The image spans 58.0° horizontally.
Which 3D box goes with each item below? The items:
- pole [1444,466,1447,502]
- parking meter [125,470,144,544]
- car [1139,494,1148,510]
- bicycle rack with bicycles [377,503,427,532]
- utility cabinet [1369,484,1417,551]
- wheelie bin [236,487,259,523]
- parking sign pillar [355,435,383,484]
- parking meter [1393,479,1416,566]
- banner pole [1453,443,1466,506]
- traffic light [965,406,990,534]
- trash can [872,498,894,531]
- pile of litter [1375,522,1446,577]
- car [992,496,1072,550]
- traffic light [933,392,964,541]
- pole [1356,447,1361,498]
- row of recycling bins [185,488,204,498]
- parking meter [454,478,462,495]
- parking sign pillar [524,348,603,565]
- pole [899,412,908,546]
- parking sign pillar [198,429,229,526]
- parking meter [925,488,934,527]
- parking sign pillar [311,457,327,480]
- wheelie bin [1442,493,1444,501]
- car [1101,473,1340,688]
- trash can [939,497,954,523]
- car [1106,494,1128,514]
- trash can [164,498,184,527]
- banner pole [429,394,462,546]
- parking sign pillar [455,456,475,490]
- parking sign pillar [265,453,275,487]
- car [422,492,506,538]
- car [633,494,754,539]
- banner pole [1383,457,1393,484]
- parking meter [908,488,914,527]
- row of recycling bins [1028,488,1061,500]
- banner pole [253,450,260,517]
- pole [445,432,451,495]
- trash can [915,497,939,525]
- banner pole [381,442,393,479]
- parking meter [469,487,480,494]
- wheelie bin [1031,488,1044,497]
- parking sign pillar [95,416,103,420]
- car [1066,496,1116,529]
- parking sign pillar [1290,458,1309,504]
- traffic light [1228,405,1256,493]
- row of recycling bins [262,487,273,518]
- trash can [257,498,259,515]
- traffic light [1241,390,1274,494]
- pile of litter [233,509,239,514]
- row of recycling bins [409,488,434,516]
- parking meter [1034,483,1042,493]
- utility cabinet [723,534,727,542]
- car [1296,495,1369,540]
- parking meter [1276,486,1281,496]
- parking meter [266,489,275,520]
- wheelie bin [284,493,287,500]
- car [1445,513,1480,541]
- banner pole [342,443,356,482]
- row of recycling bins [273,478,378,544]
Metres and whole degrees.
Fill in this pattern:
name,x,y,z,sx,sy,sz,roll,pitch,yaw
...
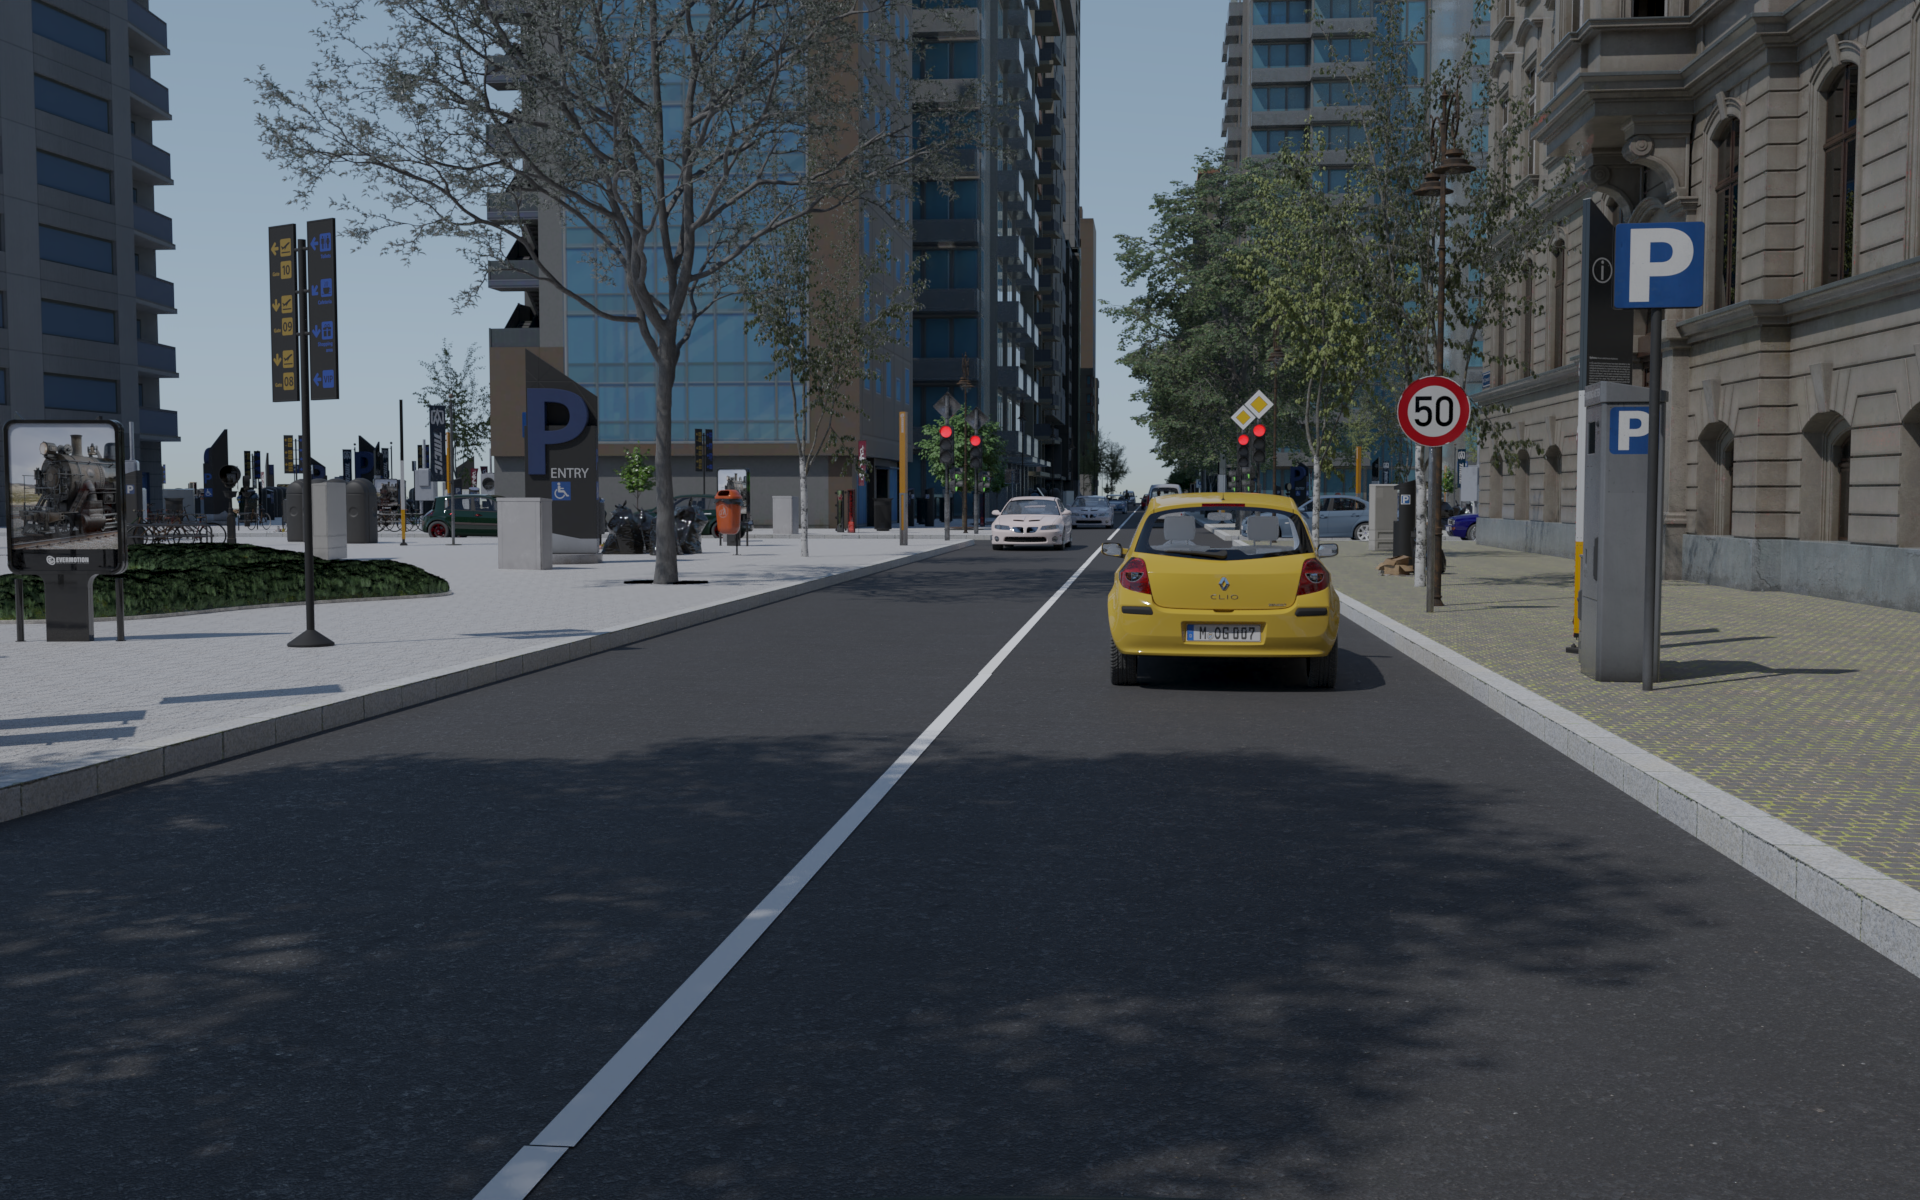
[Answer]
name,x,y,z,sx,sy,sz,roll,pitch,yaw
pole,34.765,-7.963,124.032,0.158,3.312,0.155,0,3,0
parking meter,-20.371,-2.261,42.673,0.399,1.863,0.255,0,4,8
car,17.635,-9.225,159.873,2.155,1.783,4.494,0,4,7
bicycle rack with bicycles,-19.324,-2.796,59.091,2.925,0.926,2.852,0,4,5
utility cabinet,9.802,-1.851,38.942,1.173,1.500,0.318,-1,4,-15
wheelie bin,-31.827,-4.257,77.503,0.693,1.594,0.980,3,4,38
parking sign pillar,-26.968,-5.540,79.059,1.447,3.967,1.447,2,4,23
parking meter,7.685,-1.317,29.952,0.372,1.533,0.369,0,3,0
banner pole,24.376,-5.790,84.686,0.401,3.779,0.863,-3,4,-38
traffic light,0.541,-4.076,55.567,0.839,4.253,0.868,0,4,6
trash can,-2.667,-2.956,59.989,0.748,1.137,0.748,0,3,0
pile of litter,7.165,-0.839,27.680,1.719,0.858,1.176,-3,5,-45
car,1.940,-2.039,45.698,2.083,1.381,4.827,0,4,8
traffic light,-0.334,-3.591,47.630,0.839,4.253,0.868,0,4,6
pole,17.128,-4.932,74.475,0.158,3.312,0.155,0,3,0
row of recycling bins,-54.399,-7.126,123.625,1.069,1.692,3.534,0,4,4
parking meter,-17.992,-3.432,61.830,0.399,1.863,0.255,-3,5,-42
parking sign pillar,-7.372,-2.666,32.060,1.447,3.967,1.447,0,4,-5
pole,-1.401,-3.009,43.044,0.158,3.312,0.155,0,3,0
parking sign pillar,-30.554,-5.056,71.134,1.447,3.967,1.447,0,4,5
parking meter,-1.206,-3.672,68.450,0.372,1.533,0.369,0,3,0
parking sign pillar,-42.878,-7.767,115.456,1.447,3.967,1.447,-3,5,-39
wheelie bin,28.467,-5.850,103.555,0.980,1.594,0.693,-2,4,-32
car,2.148,-0.251,14.320,2.015,1.641,3.980,0,4,8
trash can,-0.634,-4.072,78.228,0.748,1.137,0.748,0,3,0
car,11.196,-6.943,125.526,2.014,1.417,4.499,0,4,8
trash can,-29.793,-3.304,65.678,0.748,1.137,0.748,0,3,0
banner pole,-12.833,-3.245,43.079,0.401,3.779,0.863,3,5,40
parking sign pillar,-34.605,-8.117,121.184,1.447,3.967,1.447,-1,4,-8
parking sign pillar,-45.273,-7.652,113.575,1.447,3.967,1.447,-2,4,-26
car,-14.145,-2.607,52.415,4.222,1.686,2.009,0,4,5
car,-8.483,-2.677,53.550,4.222,1.686,2.009,0,4,8
banner pole,28.509,-7.665,115.336,0.863,3.779,0.401,-1,4,-10
parking meter,-1.994,-3.681,68.598,0.372,1.533,0.369,0,3,0
row of recycling bins,5.251,-6.862,119.307,3.534,1.692,1.069,1,4,19
banner pole,-40.319,-6.680,99.231,0.863,3.779,0.401,2,4,35
pole,-16.808,-3.869,57.098,0.158,3.312,0.155,0,3,0
trash can,-1.526,-3.749,72.951,0.748,1.137,0.748,0,3,0
banner pole,-27.269,-5.663,82.599,0.401,3.779,0.863,2,4,29
parking meter,-17.062,-3.209,60.877,0.372,1.533,0.369,0,3,0
wheelie bin,4.004,-4.982,89.370,0.693,1.594,0.980,0,4,8
parking sign pillar,-30.183,-4.389,60.231,1.447,3.967,1.447,1,4,22
car,5.521,-3.705,72.931,2.083,1.381,4.827,0,4,7
parking sign pillar,23.717,-8.107,121.018,1.447,3.967,1.447,3,5,39
traffic light,8.903,-4.021,54.664,0.839,4.253,0.868,0,4,6
row of recycling bins,-37.984,-5.456,96.311,1.069,1.692,3.534,0,4,-6
trash can,-42.080,-5.638,103.829,0.748,1.137,0.748,0,3,0
traffic light,8.028,-3.536,46.727,0.839,4.253,0.868,0,4,6
pile of litter,-47.244,-6.079,113.358,1.176,0.858,1.719,0,4,1
row of recycling bins,-31.419,-5.750,101.128,1.069,1.692,3.534,-2,4,-31
parking meter,4.162,-5.336,92.951,0.399,1.863,0.255,2,4,28
utility cabinet,-6.289,-2.184,46.867,0.306,1.237,1.020,0,4,-8
car,10.514,-2.369,50.741,4.499,1.417,2.014,0,4,7
parking meter,21.403,-6.781,116.579,0.399,1.863,0.255,-1,4,-13
parking meter,-33.836,-4.683,84.975,0.372,1.533,0.369,0,3,0
wheelie bin,-28.096,-3.992,73.175,0.980,1.594,0.693,1,4,22
car,15.964,-2.267,49.640,3.894,1.354,1.945,1,4,8
banner pole,-29.900,-5.811,85.023,0.863,3.779,0.401,-3,5,-41
row of recycling bins,-16.633,-2.364,45.762,3.534,1.692,1.069,3,4,39
